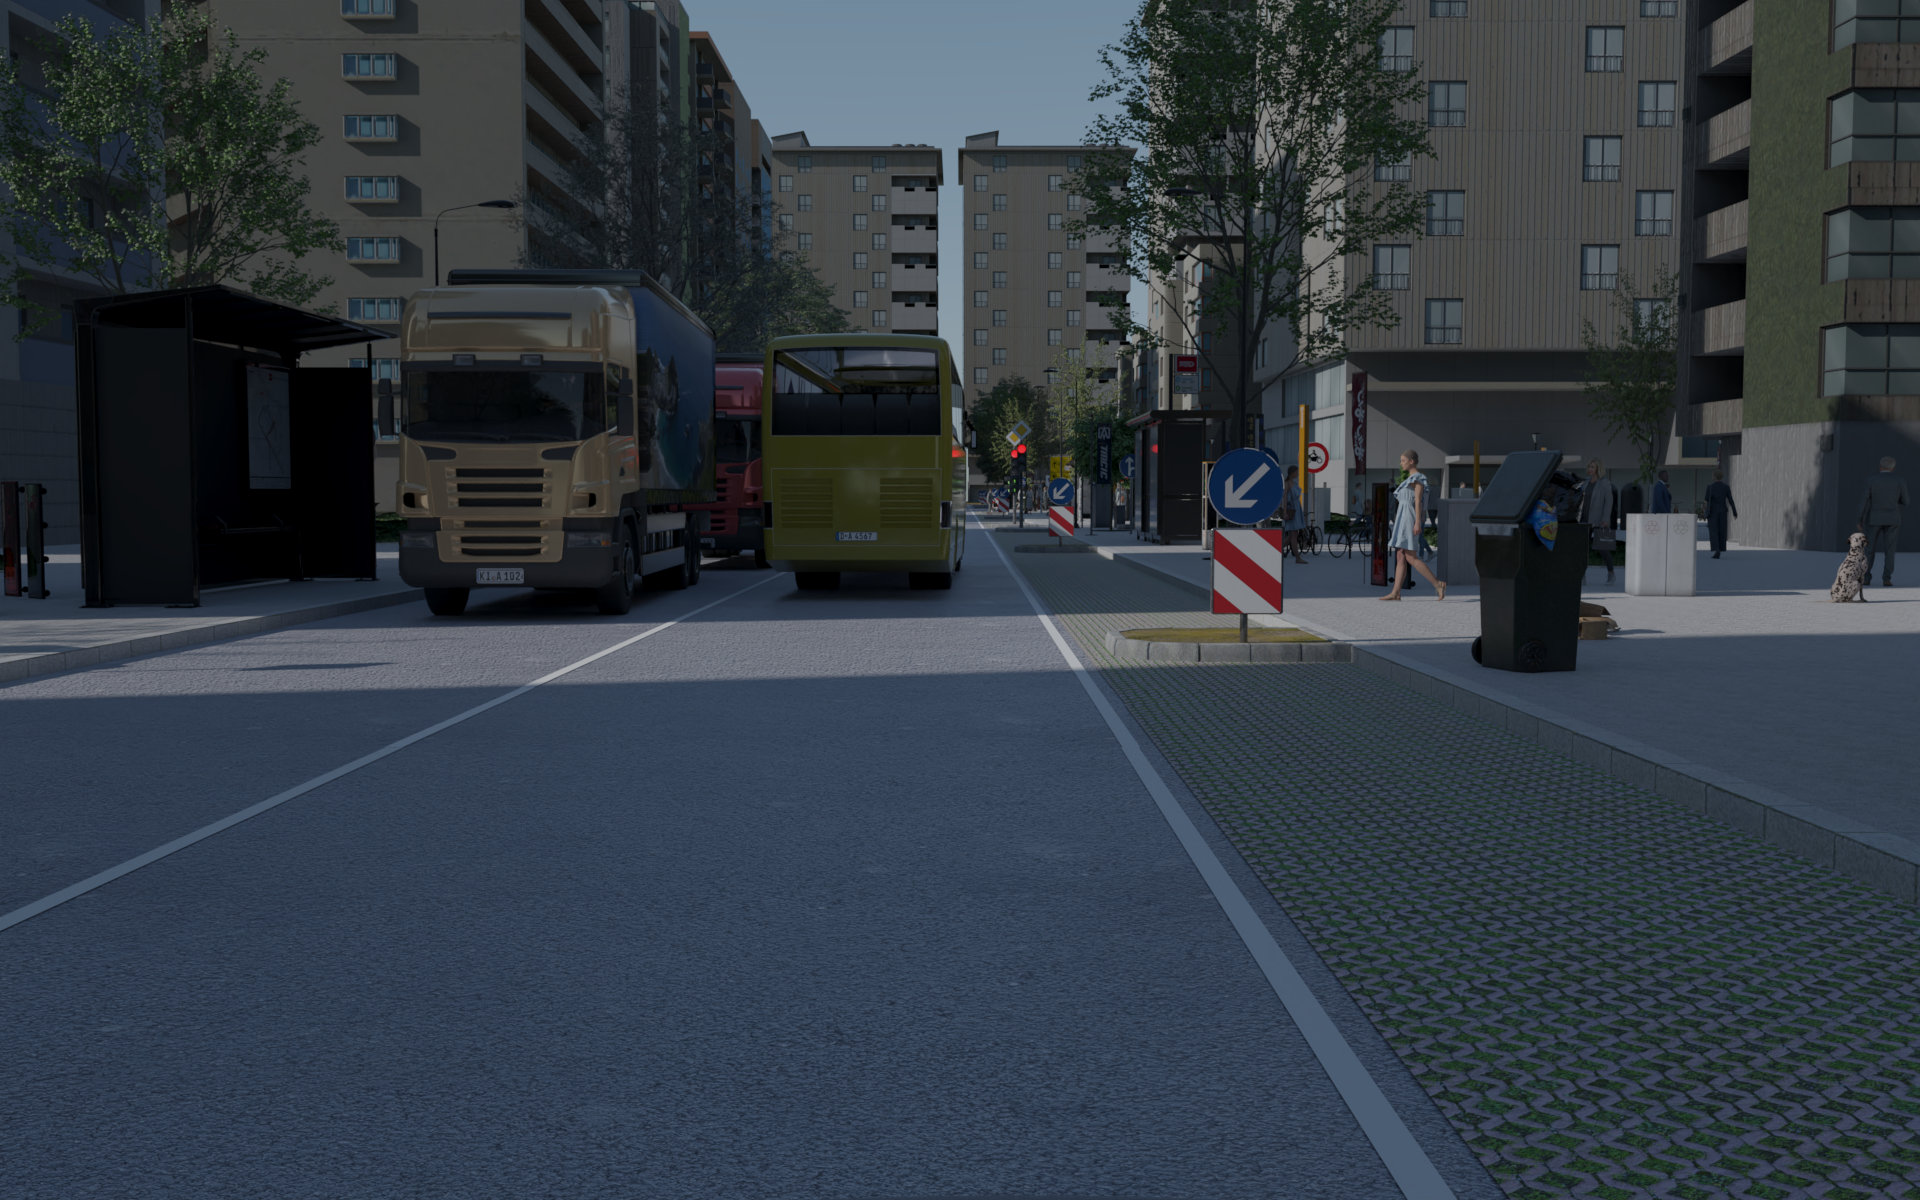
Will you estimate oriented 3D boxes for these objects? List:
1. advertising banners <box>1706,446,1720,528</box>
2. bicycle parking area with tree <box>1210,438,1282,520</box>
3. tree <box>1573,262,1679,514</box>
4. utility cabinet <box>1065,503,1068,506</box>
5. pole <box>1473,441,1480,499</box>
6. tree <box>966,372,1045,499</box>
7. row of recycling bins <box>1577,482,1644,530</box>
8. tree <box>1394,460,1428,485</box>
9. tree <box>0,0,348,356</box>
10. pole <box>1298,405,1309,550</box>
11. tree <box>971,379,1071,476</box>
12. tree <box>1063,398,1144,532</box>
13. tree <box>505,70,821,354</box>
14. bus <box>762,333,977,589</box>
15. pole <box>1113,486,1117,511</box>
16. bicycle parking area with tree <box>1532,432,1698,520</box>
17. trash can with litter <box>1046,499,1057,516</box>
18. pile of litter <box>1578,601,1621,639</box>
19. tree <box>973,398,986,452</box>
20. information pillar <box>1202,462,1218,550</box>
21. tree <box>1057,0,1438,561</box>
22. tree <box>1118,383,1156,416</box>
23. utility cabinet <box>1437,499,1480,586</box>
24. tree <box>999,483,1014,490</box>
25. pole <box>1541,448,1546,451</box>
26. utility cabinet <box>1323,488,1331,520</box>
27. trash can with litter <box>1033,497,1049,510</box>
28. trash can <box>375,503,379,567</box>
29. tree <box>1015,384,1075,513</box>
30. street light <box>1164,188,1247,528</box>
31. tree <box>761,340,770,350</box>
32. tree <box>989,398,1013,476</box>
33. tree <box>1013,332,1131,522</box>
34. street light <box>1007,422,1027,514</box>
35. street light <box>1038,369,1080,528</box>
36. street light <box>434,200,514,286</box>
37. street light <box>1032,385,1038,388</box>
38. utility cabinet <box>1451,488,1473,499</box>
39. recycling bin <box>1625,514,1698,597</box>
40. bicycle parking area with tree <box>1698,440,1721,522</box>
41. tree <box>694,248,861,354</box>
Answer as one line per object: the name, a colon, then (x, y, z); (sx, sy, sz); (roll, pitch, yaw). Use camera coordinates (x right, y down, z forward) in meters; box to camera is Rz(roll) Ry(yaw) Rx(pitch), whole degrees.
advertising banners: (28.053, -4.176, 64.469); (0.090, 3.025, 2.074); (1, 4, 14)
bicycle parking area with tree: (13.352, -6.366, 91.081); (9.016, 4.147, 8.231); (2, 4, 25)
tree: (21.605, -6.372, 54.541); (4.737, 8.622, 4.395); (0, 3, 0)
utility cabinet: (7.322, -6.870, 120.998); (1.173, 1.500, 0.318); (-2, 4, -30)
pole: (19.729, -4.424, 66.177); (0.158, 3.312, 0.155); (0, 3, 0)
tree: (4.711, -16.833, 181.880); (9.857, 13.997, 8.962); (0, 3, 0)
row of recycling bins: (22.675, -3.364, 62.110); (3.534, 1.692, 1.069); (2, 4, 32)
tree: (21.775, -5.508, 84.662); (1.663, 3.219, 1.824); (0, 3, 0)
tree: (-17.233, -6.842, 37.623); (9.928, 11.665, 9.643); (0, 3, 0)
pole: (7.872, -2.803, 39.671); (0.158, 3.312, 0.155); (0, 3, 0)
tree: (4.943, -12.623, 140.795); (8.767, 10.594, 7.601); (0, 4, 6)
tree: (5.161, -4.652, 59.766); (4.285, 4.588, 4.351); (0, 3, 0)
tree: (-8.725, -8.592, 50.851); (12.009, 13.543, 11.850); (0, 3, 0)
bus: (-1.231, -2.286, 28.916); (2.896, 3.916, 12.252); (0, 4, 1)
pole: (8.557, -6.222, 95.566); (0.158, 3.312, 0.155); (0, 3, 0)
bicycle parking area with tree: (29.459, -5.729, 80.665); (8.231, 4.147, 9.016); (1, 4, 19)
trash can with litter: (5.283, -5.440, 100.327); (0.624, 1.170, 1.055); (-2, 4, -24)
pile of litter: (5.454, -0.105, 15.689); (1.719, 0.858, 1.176); (-2, 4, -33)
tree: (4.783, -14.700, 166.106); (9.928, 11.665, 9.643); (0, 3, 0)
information pillar: (5.729, -2.149, 39.625); (0.304, 2.012, 0.304); (0, 4, -7)
tree: (5.404, -6.564, 33.072); (9.928, 11.665, 9.643); (0, 3, 0)
tree: (11.871, -10.044, 114.574); (4.360, 8.622, 3.978); (0, 3, 0)
utility cabinet: (7.264, -0.814, 24.471); (1.020, 1.237, 0.306); (-1, 4, -16)
tree: (5.274, -12.255, 194.963); (1.663, 3.219, 1.824); (0, 3, 0)
pole: (25.618, -5.030, 76.076); (0.158, 3.312, 0.155); (0, 3, 0)
utility cabinet: (12.648, -3.222, 61.352); (1.173, 1.500, 0.318); (-3, 5, -42)
trash can with litter: (6.514, -7.784, 138.332); (2.233, 1.210, 1.678); (-1, 4, -10)
trash can: (-10.105, -1.063, 29.028); (0.748, 1.137, 0.748); (0, 3, 0)
tree: (5.608, -10.063, 114.888); (4.360, 8.622, 3.978); (0, 3, 0)
street light: (3.788, -3.295, 26.421); (1.470, 5.913, 1.316); (0, 3, 0)
tree: (-8.580, -7.974, 80.729); (4.360, 8.622, 3.978); (0, 3, 0)
tree: (4.471, -11.027, 130.654); (4.737, 8.622, 4.395); (0, 3, 0)
tree: (5.722, -7.905, 79.601); (4.737, 8.622, 4.395); (0, 3, 0)
street light: (3.702, -8.476, 111.124); (1.470, 5.913, 1.316); (0, 3, 0)
street light: (3.791, -5.631, 64.614); (1.470, 5.913, 1.316); (0, 3, 0)
street light: (-7.735, -3.361, 27.500); (1.470, 5.913, 1.316); (0, 3, 0)
street light: (3.787, -6.207, 74.027); (1.470, 5.913, 1.316); (0, 3, 0)
utility cabinet: (18.328, -3.333, 63.167); (0.318, 1.500, 1.173); (3, 5, 42)
recycling bin: (8.893, -0.577, 21.984); (0.722, 1.027, 0.722); (1, 4, 10)
bicycle parking area with tree: (39.033, -5.834, 82.392); (8.231, 4.147, 9.016); (2, 4, 33)
tree: (-9.346, -11.140, 88.790); (9.857, 13.997, 8.962); (0, 3, 0)
